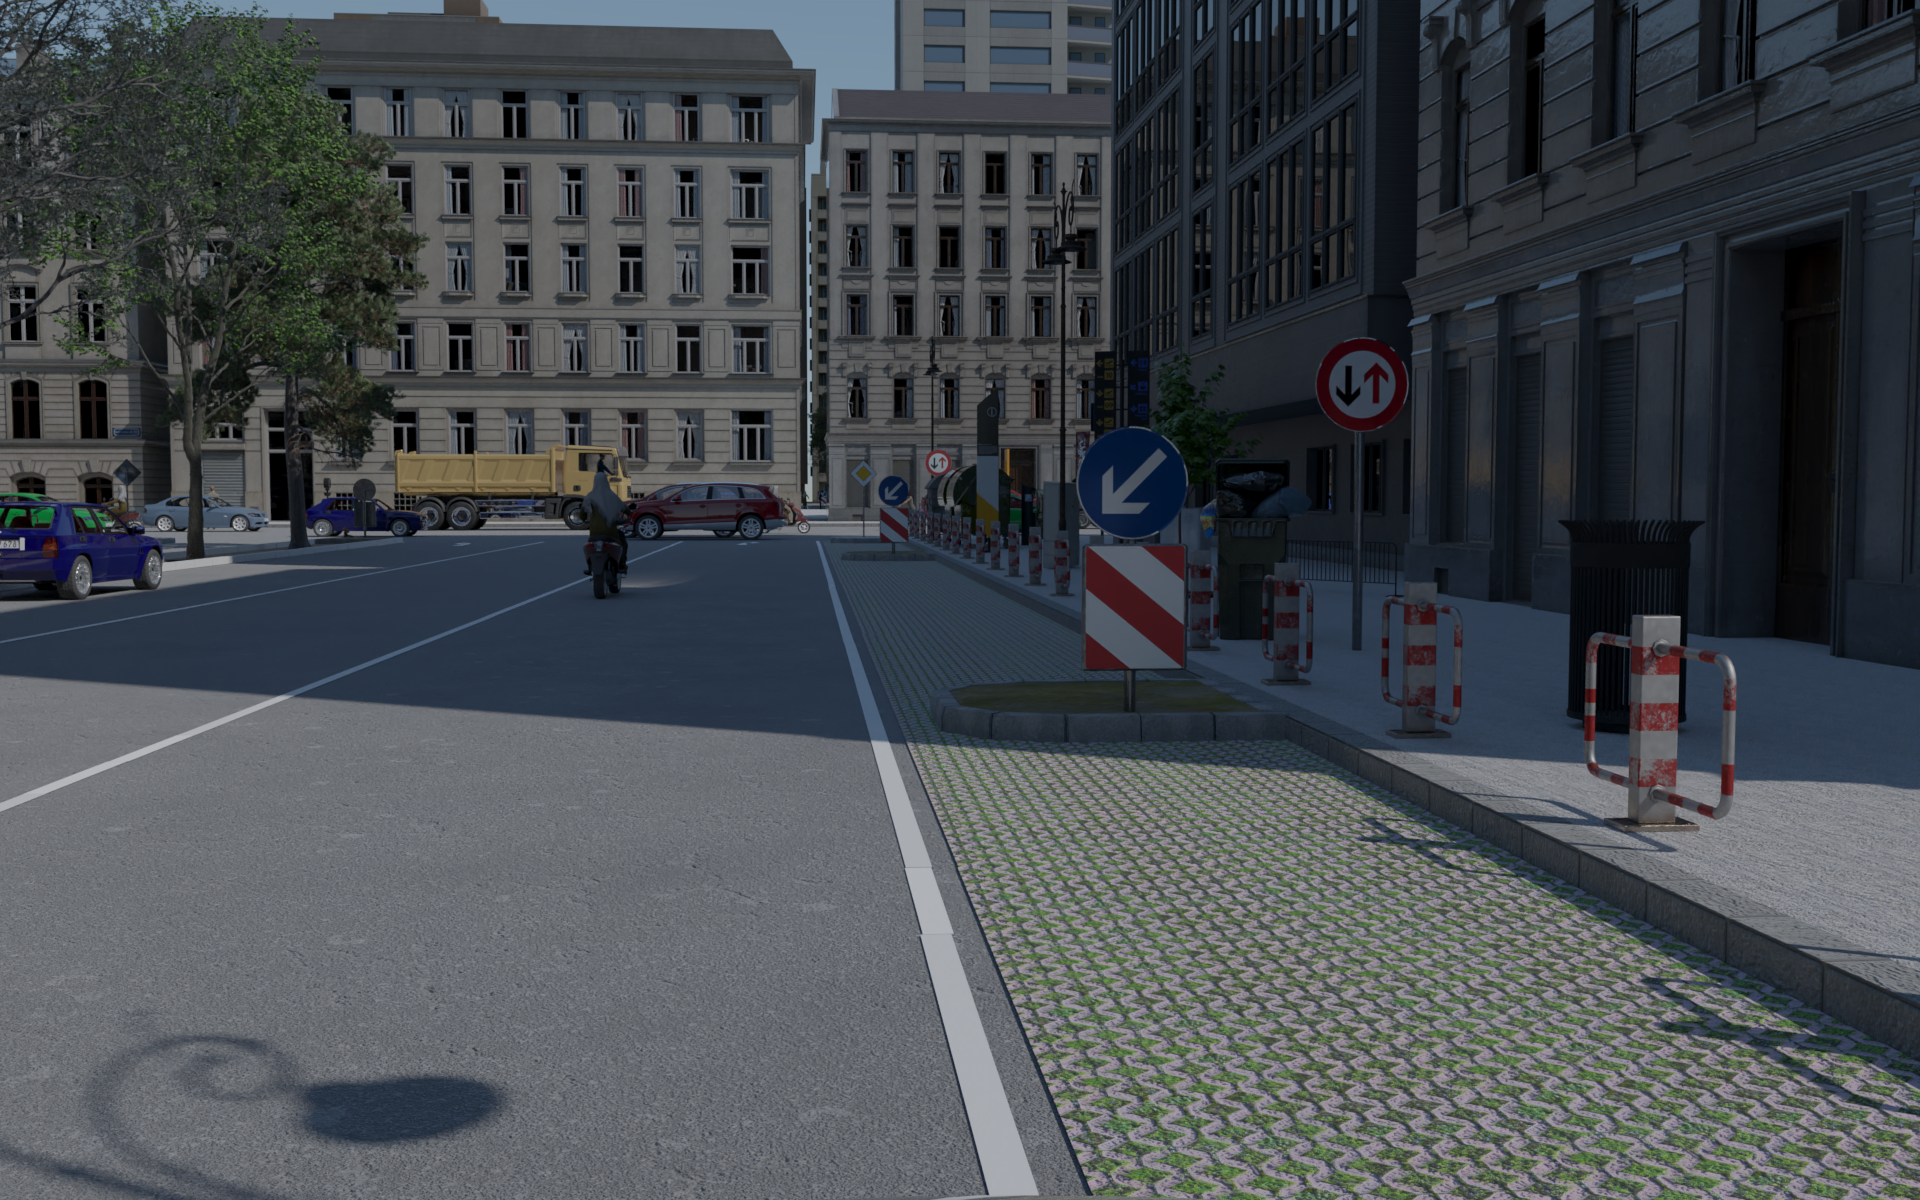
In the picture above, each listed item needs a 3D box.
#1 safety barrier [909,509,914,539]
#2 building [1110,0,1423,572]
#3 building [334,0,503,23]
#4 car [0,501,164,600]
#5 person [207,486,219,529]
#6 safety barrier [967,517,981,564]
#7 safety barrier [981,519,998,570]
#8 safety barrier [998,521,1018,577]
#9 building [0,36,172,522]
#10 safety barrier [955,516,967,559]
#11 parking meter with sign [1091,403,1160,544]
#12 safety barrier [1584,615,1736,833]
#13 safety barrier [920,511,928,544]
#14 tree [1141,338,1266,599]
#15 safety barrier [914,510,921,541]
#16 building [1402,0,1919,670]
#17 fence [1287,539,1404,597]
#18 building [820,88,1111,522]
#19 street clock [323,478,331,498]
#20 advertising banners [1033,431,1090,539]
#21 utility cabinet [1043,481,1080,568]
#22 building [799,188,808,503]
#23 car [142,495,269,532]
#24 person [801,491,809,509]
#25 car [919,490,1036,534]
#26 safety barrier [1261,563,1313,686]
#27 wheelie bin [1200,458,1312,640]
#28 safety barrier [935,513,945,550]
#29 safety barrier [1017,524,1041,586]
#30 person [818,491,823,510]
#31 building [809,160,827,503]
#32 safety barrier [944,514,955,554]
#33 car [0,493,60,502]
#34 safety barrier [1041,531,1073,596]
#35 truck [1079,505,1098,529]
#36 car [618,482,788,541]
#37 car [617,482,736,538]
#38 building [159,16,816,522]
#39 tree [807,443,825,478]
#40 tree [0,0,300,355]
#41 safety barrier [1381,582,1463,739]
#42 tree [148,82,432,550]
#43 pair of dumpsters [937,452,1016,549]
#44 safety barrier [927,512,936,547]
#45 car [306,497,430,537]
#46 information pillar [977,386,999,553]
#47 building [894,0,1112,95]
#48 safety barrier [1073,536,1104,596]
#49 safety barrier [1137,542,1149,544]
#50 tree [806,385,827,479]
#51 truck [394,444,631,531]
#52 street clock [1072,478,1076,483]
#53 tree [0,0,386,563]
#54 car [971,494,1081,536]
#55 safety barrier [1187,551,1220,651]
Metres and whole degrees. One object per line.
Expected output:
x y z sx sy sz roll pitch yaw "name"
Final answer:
-1.231 -2.160 49.591 0.300 0.817 1.120 0 4 -5 "safety barrier"
11.934 -14.806 35.583 14.314 27.812 24.014 0 4 -5 "building"
-48.137 -31.209 160.384 14.600 45.320 14.200 0 4 -5 "building"
-12.831 -0.742 24.713 1.945 1.354 3.894 0 4 -4 "car"
-30.313 -3.744 70.256 0.519 1.759 0.362 -2 4 -32 "person"
0.376 -1.077 31.890 0.300 0.817 1.120 0 4 -5 "safety barrier"
0.601 -0.923 29.360 0.300 0.817 1.120 0 4 -5 "safety barrier"
0.833 -0.769 26.841 0.300 0.817 1.120 0 4 -5 "safety barrier"
-54.919 -16.126 82.752 34.723 24.649 14.460 0 4 -5 "building"
0.143 -1.233 34.439 0.300 0.817 1.120 0 4 -5 "safety barrier"
3.240 -2.225 32.644 0.543 3.016 1.738 -3 4 -37 "parking meter with sign"
2.657 0.467 6.632 0.300 0.817 1.120 0 4 -5 "safety barrier"
-0.768 -1.851 44.533 0.300 0.817 1.120 0 4 -5 "safety barrier"
2.704 -1.648 21.540 1.663 3.219 1.824 0 3 0 "tree"
-1.003 -2.006 47.073 0.300 0.817 1.120 0 4 -5 "safety barrier"
11.483 -10.106 14.379 9.793 20.994 18.267 0 4 -5 "building"
4.795 -0.424 22.305 0.278 0.683 2.069 -3 5 -40 "fence"
2.320 -14.464 85.634 18.267 20.994 9.793 0 4 -5 "building"
-28.449 -4.485 77.905 0.358 2.002 0.471 0 4 -6 "street clock"
2.868 -3.214 48.730 2.074 3.025 0.090 3 5 44 "advertising banners"
1.774 -1.305 30.021 0.318 1.500 1.173 1 4 21 "utility cabinet"
-28.788 -36.406 245.346 14.200 45.320 14.600 0 4 -5 "building"
-28.788 -3.314 66.179 4.499 1.417 2.014 0 4 -4 "car"
-14.586 -9.361 162.286 1.217 1.736 0.721 3 4 36 "person"
1.131 -3.209 61.148 5.304 1.827 2.281 0 4 -6 "car"
2.200 0.159 11.668 0.300 0.817 1.120 0 4 -5 "safety barrier"
2.619 -0.456 15.363 0.980 1.594 0.693 1 4 9 "wheelie bin"
-0.314 -1.543 39.496 0.300 0.817 1.120 0 4 -5 "safety barrier"
1.056 -0.614 24.316 0.300 0.817 1.120 0 4 -5 "safety barrier"
-12.488 -8.847 153.965 0.721 1.723 1.217 0 4 2 "person"
-10.840 -38.270 249.409 21.600 48.544 21.300 0 4 -5 "building"
-0.088 -1.388 36.967 0.300 0.817 1.120 0 4 -5 "safety barrier"
-29.052 -2.772 54.122 4.718 1.807 1.959 0 4 -6 "car"
1.285 -0.460 21.798 0.300 0.817 1.120 0 4 -5 "safety barrier"
13.412 -5.026 71.938 18.799 4.110 2.967 0 4 -3 "truck"
-8.076 -2.803 54.502 5.304 1.827 2.281 0 4 -6 "car"
-9.263 -2.968 57.194 5.304 1.827 2.281 0 4 -5 "car"
-22.279 -15.485 86.458 30.059 22.955 16.112 0 4 -5 "building"
-14.880 -16.900 210.724 8.767 10.594 7.601 1 4 9 "tree"
-15.287 -6.854 24.895 12.009 13.543 11.850 0 3 0 "tree"
2.428 0.313 9.150 0.300 0.817 1.120 0 4 -5 "safety barrier"
-17.138 -7.328 44.323 6.751 12.117 7.091 0 3 0 "tree"
0.395 -2.438 42.352 1.574 2.255 4.437 0 4 -5 "pair of dumpsters"
-0.544 -1.697 42.014 0.300 0.817 1.120 0 4 -5 "safety barrier"
-19.995 -2.809 58.507 3.894 1.354 1.945 0 4 -7 "car"
0.618 -2.839 37.776 0.504 3.616 0.183 0 4 -3 "information pillar"
4.385 -37.904 161.731 21.231 58.520 28.212 0 4 -5 "building"
1.518 -0.304 19.253 0.300 0.817 1.120 0 4 -5 "safety barrier"
1.742 -0.150 16.733 0.300 0.817 1.120 0 4 -5 "safety barrier"
-12.284 -16.788 181.898 7.806 13.903 7.818 0 3 0 "tree"
-17.208 -4.465 68.920 9.791 3.379 3.469 0 4 -5 "truck"
5.261 -4.494 78.049 0.471 2.002 0.358 0 4 5 "street clock"
-15.970 -6.592 35.984 9.928 11.665 9.643 0 3 0 "tree"
1.510 -2.847 55.342 4.718 1.807 1.959 0 4 -5 "car"
1.973 0.004 14.209 0.300 0.817 1.120 0 4 -5 "safety barrier"
